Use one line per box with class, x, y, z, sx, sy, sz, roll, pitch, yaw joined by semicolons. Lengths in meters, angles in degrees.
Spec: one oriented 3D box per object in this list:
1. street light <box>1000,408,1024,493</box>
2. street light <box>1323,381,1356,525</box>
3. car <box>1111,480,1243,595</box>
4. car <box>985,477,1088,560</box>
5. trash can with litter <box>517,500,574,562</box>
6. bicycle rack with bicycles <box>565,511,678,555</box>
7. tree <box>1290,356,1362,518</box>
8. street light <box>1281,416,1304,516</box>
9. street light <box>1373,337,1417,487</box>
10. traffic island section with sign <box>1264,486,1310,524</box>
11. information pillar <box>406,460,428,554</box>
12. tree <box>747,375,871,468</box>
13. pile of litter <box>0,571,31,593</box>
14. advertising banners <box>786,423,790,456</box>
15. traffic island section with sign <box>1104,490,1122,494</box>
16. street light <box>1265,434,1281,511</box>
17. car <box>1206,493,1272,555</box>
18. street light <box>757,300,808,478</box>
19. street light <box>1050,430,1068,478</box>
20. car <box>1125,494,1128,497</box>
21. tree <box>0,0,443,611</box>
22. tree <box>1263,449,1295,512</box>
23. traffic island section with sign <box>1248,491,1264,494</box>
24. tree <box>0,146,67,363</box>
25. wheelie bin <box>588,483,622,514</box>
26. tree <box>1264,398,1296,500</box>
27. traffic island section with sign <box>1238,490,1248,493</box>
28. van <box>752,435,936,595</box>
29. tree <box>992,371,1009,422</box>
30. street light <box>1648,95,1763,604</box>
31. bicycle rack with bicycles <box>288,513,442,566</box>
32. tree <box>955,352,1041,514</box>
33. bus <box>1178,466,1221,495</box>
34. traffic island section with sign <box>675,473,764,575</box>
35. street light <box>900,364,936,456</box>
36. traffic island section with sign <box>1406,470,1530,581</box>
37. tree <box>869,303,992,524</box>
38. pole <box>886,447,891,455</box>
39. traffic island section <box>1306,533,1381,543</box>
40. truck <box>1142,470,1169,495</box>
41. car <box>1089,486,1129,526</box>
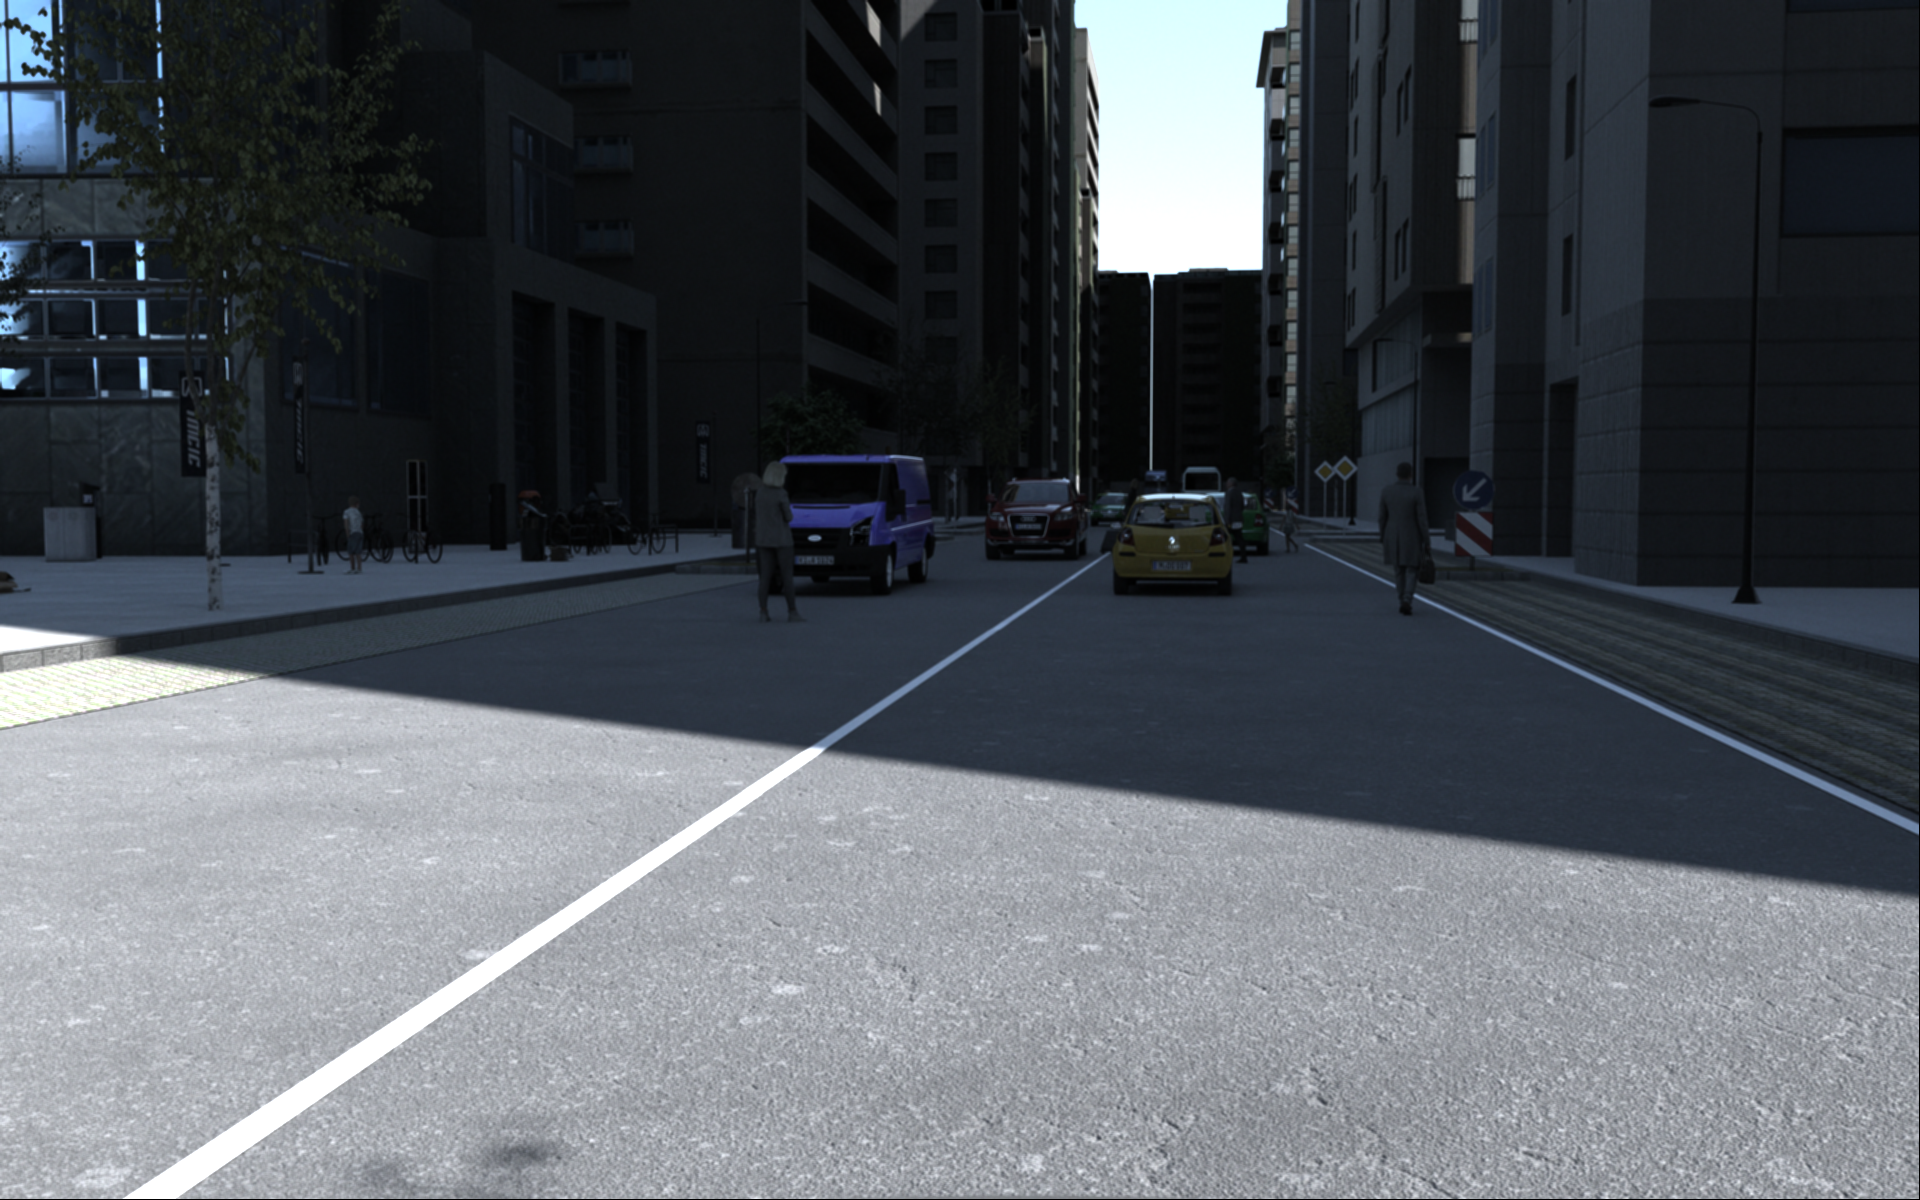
street light;2.731;-7.409;93.677;1.470;5.913;1.316;0;4;8
street light;15.650;-6.047;71.417;1.470;5.913;1.316;0;4;8
car;3.235;-0.966;26.015;2.015;1.641;3.980;1;4;8
car;1.794;-1.882;39.439;2.281;1.827;5.304;0;4;7
trash can with litter;-7.929;-1.330;33.140;1.055;1.170;0.624;0;4;5
bicycle rack with bicycles;-7.386;-1.454;37.160;2.852;0.926;2.925;1;4;10
tree;19.833;-8.651;91.814;4.737;8.622;4.395;0;3;0
street light;19.975;-7.960;102.682;1.470;5.913;1.316;0;4;8
street light;12.960;-4.827;51.456;1.470;5.913;1.316;0;4;8
traffic island section with sign;15.951;-4.615;84.076;1.989;1.847;2.006;0;4;8
information pillar;-11.719;-2.014;37.415;0.304;2.012;0.304;1;4;18
tree;-4.194;-3.936;48.065;4.285;4.588;4.351;0;3;0
pile of litter;-12.666;-0.501;22.149;1.176;0.858;1.719;2;4;28
advertising banners;-4.211;-2.905;43.681;0.090;3.025;2.074;0;4;4
traffic island section with sign;13.884;-9.395;162.235;1.989;1.847;2.006;0;4;8
street light;24.200;-9.866;133.855;1.470;5.913;1.316;0;4;8
car;6.582;-2.033;42.036;1.959;1.807;4.718;1;4;9
street light;-4.322;-4.228;41.672;1.470;5.913;1.316;0;4;8
street light;7.054;-9.315;124.837;1.470;5.913;1.316;0;4;8
car;10.861;-6.287;113.011;2.015;1.641;3.980;1;4;9
tree;-8.033;-4.199;19.016;4.737;8.622;4.395;0;3;0
tree;23.727;-8.683;125.676;4.285;4.588;4.351;0;3;0
traffic island section with sign;19.605;-6.248;110.783;1.989;1.847;2.006;0;4;8
tree;-17.635;-4.823;29.218;4.360;8.622;3.978;0;3;0
wheelie bin;-9.975;-2.480;48.460;0.980;1.594;0.693;-3;5;-41
tree;24.583;-10.991;130.071;4.360;8.622;3.978;0;3;0
traffic island section with sign;30.073;-10.947;187.611;1.989;1.847;2.006;0;4;8
van;-1.684;-1.349;26.444;2.240;2.365;5.245;0;4;7
tree;-0.334;-7.556;73.896;4.360;8.622;3.978;0;3;0
street light;8.725;-2.920;20.284;1.470;5.913;1.316;0;4;8
bicycle rack with bicycles;-11.272;-1.160;32.352;2.852;0.926;2.925;-3;4;-36
tree;1.780;-8.564;90.389;4.737;8.622;4.395;0;3;0
bus;17.288;-7.964;125.076;2.948;3.499;13.247;0;4;6
traffic island section with sign;-3.954;-1.404;31.576;1.989;1.847;2.006;0;4;8
street light;-1.559;-5.469;61.956;1.470;5.913;1.316;0;4;8
traffic island section with sign;8.482;-1.269;29.378;1.989;1.847;2.006;0;4;8
tree;-1.712;-7.194;67.986;4.360;8.622;3.978;0;3;0
pole;-3.086;-4.945;74.691;0.158;3.312;0.155;0;3;0
traffic island section;11.531;-1.805;51.792;2.009;0.180;2.903;0;4;8
truck;22.932;-12.837;199.640;2.967;4.110;18.799;1;4;9
car;6.858;-4.260;78.452;1.959;1.807;4.718;0;4;7
